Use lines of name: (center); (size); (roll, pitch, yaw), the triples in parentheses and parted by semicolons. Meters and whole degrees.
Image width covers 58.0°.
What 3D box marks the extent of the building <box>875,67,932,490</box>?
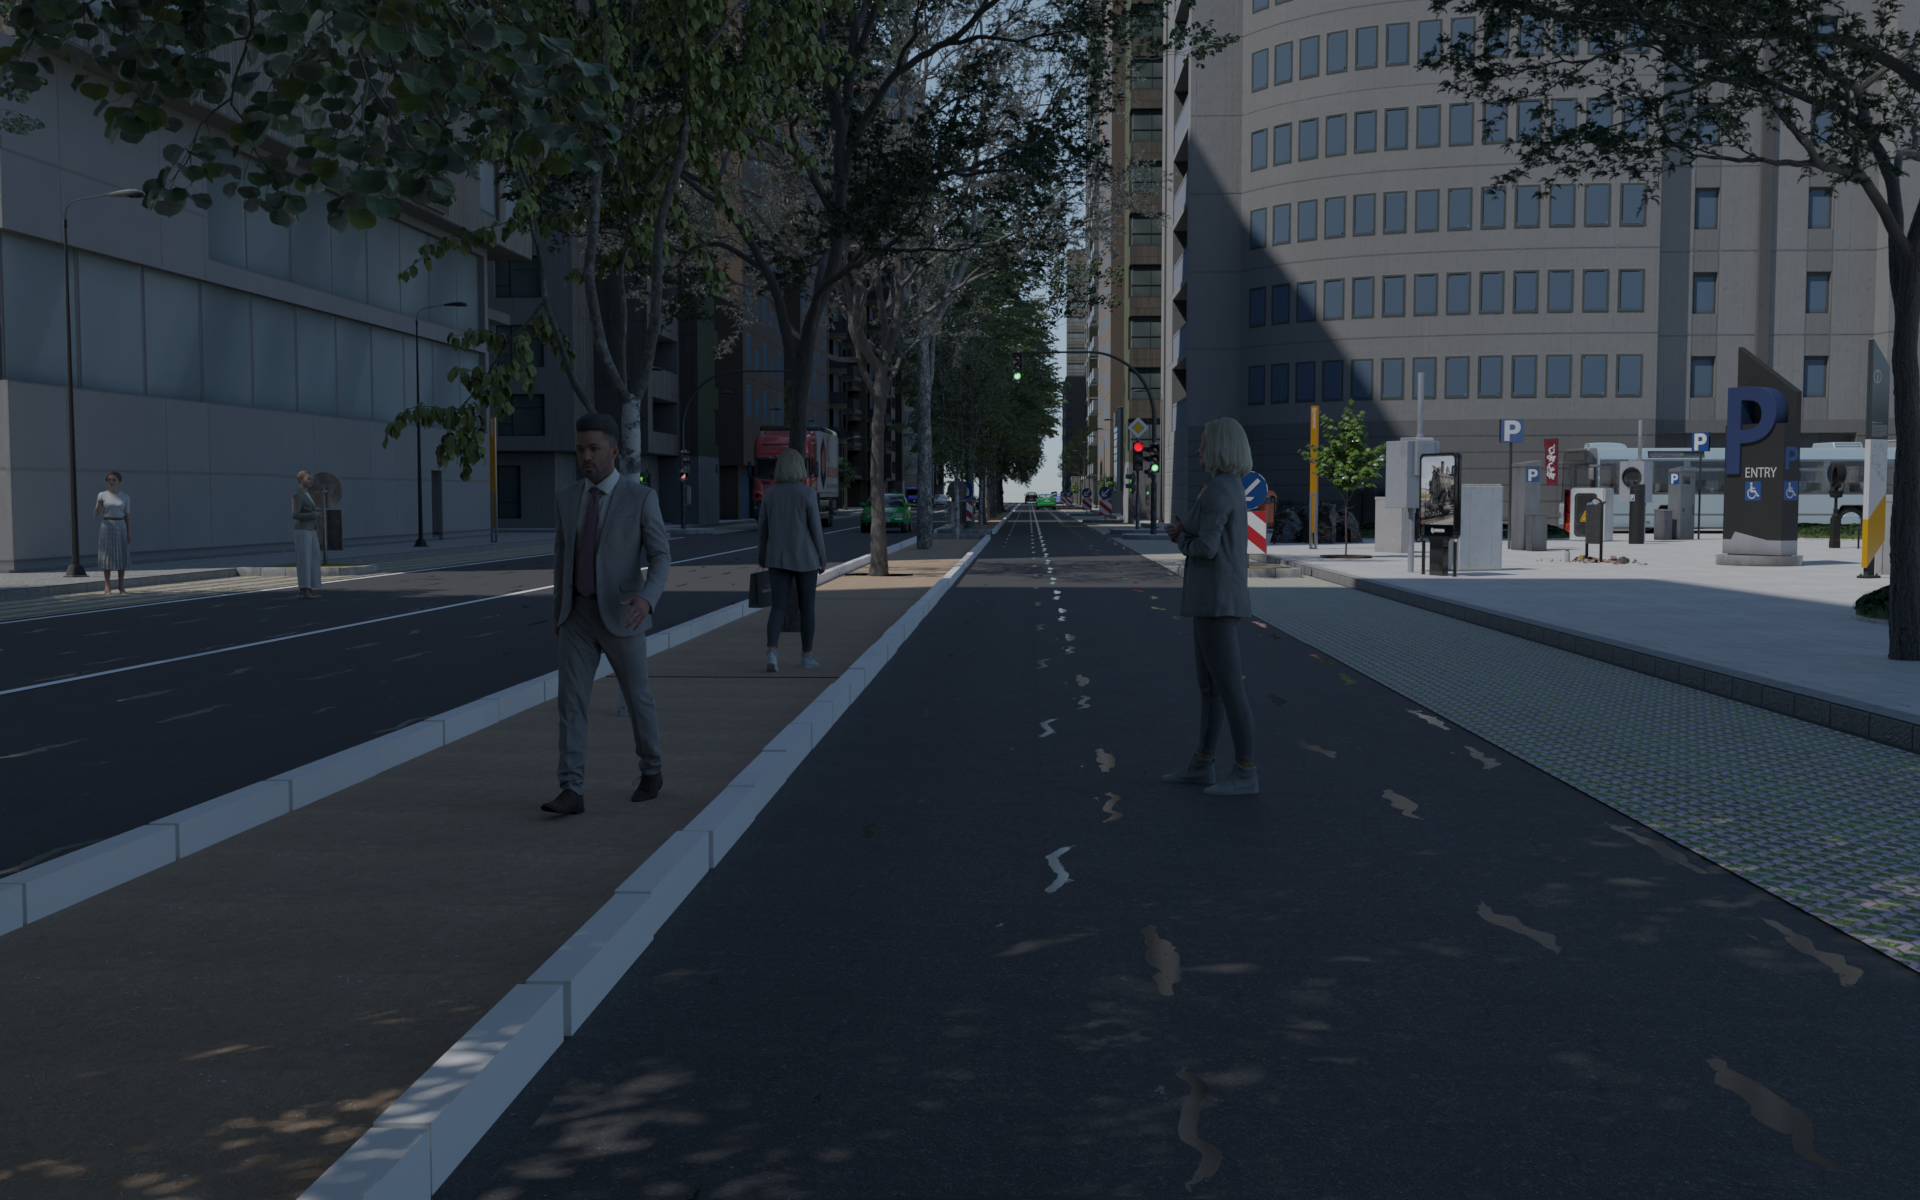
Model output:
building: (-15.642, -42.515, 237.125); (21.231, 58.520, 28.212); (0, 4, 2)

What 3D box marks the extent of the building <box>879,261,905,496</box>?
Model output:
building: (-14.014, -26.440, 203.993); (14.160, 30.474, 14.107); (0, 4, 2)

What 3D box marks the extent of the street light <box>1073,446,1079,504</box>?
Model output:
street light: (12.061, -12.001, 168.757); (1.470, 5.913, 1.316); (0, 4, 2)

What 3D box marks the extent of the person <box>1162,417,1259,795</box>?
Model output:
person: (1.179, 0.022, 8.328); (0.526, 1.800, 0.537); (1, 4, 23)

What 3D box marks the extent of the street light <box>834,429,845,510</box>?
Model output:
street light: (-9.203, -9.235, 123.532); (1.470, 5.913, 1.316); (0, 4, 2)

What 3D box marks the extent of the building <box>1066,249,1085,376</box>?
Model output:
building: (24.748, -37.064, 289.591); (14.154, 41.232, 14.086); (0, 4, 2)

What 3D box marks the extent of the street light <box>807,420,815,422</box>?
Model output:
street light: (-9.764, -8.315, 108.485); (1.470, 5.913, 1.316); (0, 4, 2)

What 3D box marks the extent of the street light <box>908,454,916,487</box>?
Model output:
street light: (-6.180, -13.940, 200.452); (1.470, 5.913, 1.316); (0, 4, 2)

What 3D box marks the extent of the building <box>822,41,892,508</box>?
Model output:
building: (-18.827, -32.249, 181.903); (22.147, 44.769, 28.867); (0, 4, 2)

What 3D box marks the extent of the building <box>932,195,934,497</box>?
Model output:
building: (-15.227, -44.242, 265.363); (21.231, 58.520, 28.212); (0, 4, 2)

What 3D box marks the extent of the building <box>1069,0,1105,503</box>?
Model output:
building: (25.840, -49.164, 242.074); (20.563, 71.187, 20.611); (0, 4, 2)

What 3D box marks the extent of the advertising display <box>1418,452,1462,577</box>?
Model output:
advertising display: (7.529, -1.344, 27.186); (0.123, 1.923, 0.974); (-1, 4, -19)

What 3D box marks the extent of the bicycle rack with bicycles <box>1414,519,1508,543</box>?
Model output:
bicycle rack with bicycles: (13.236, -2.002, 46.115); (2.925, 0.926, 2.852); (-2, 4, -26)

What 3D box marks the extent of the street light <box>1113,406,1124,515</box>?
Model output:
street light: (9.030, -7.293, 91.786); (1.470, 5.913, 1.316); (0, 4, 2)

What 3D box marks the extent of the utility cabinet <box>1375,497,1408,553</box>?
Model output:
utility cabinet: (9.523, -1.642, 38.008); (0.306, 1.237, 1.020); (-1, 4, -21)

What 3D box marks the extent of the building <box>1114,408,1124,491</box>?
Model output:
building: (22.811, -49.393, 120.241); (22.319, 86.520, 31.000); (0, 4, 2)

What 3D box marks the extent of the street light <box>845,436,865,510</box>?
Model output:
street light: (-8.630, -10.251, 140.141); (1.470, 5.913, 1.316); (0, 4, 2)

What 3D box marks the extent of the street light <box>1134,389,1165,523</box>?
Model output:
street light: (8.402, -6.380, 76.858); (1.470, 5.913, 1.316); (0, 4, 2)

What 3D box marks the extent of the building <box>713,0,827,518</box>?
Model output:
building: (-16.476, -28.352, 113.673); (14.600, 45.320, 14.200); (0, 4, 2)

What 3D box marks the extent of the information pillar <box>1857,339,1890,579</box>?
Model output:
information pillar: (13.918, -2.139, 26.330); (0.504, 3.616, 0.183); (-2, 4, -32)

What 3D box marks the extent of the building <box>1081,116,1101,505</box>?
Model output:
building: (26.082, -35.356, 197.684); (23.786, 49.044, 30.456); (0, 4, 2)

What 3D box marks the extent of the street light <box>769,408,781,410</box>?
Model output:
street light: (-10.346, -7.401, 93.555); (1.470, 5.913, 1.316); (0, 4, 2)

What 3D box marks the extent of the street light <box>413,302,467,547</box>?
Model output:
street light: (-12.582, -4.245, 41.947); (1.470, 5.913, 1.316); (0, 4, 2)

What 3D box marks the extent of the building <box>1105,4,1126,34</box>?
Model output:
building: (19.414, -30.393, 147.038); (14.600, 45.320, 14.200); (0, 4, 2)

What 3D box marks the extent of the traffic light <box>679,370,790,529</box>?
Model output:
traffic light: (-8.059, -5.438, 63.577); (4.771, 5.953, 1.251); (0, 4, 2)

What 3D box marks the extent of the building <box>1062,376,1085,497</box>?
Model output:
building: (29.875, -25.879, 268.158); (27.650, 21.520, 28.899); (0, 4, 2)

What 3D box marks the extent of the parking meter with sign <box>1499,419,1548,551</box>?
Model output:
parking meter with sign: (12.883, -2.642, 39.458); (0.543, 3.016, 1.738); (0, 4, -6)

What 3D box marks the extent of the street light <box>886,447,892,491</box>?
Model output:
street light: (-7.391, -12.077, 169.997); (1.470, 5.913, 1.316); (0, 4, 2)

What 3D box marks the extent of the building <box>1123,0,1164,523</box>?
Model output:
building: (15.651, -19.573, 91.715); (14.160, 30.474, 14.107); (0, 4, 2)

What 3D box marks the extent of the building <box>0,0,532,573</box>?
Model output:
building: (-26.983, -27.615, 40.743); (27.495, 52.752, 28.713); (0, 4, 2)

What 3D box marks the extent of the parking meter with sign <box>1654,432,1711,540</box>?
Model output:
parking meter with sign: (20.176, -3.193, 48.470); (1.738, 3.016, 0.543); (-2, 4, -31)

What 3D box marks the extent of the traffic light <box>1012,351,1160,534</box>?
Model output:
traffic light: (4.035, -4.910, 54.946); (4.771, 5.953, 1.251); (0, 4, 2)

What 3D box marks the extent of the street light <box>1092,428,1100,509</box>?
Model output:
street light: (10.251, -9.133, 121.873); (1.470, 5.913, 1.316); (0, 4, 2)

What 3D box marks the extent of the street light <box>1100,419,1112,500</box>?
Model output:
street light: (9.572, -8.221, 106.947); (1.470, 5.913, 1.316); (0, 4, 2)

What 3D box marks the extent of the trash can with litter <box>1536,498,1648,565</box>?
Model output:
trash can with litter: (11.946, -1.300, 32.308); (1.678, 1.210, 2.233); (-1, 4, -10)

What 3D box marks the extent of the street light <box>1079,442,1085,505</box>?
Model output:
street light: (11.588, -11.088, 153.823); (1.470, 5.913, 1.316); (0, 4, 2)

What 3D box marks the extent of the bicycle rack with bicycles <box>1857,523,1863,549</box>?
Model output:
bicycle rack with bicycles: (22.216, -1.636, 40.131); (2.852, 0.926, 2.925); (-1, 4, -15)

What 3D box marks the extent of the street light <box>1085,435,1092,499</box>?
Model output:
street light: (10.868, -10.066, 137.116); (1.470, 5.913, 1.316); (0, 4, 2)

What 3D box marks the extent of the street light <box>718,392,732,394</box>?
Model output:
street light: (-11.013, -6.489, 78.629); (1.470, 5.913, 1.316); (0, 4, 2)

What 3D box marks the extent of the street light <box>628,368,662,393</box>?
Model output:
street light: (-11.617, -5.575, 63.700); (1.470, 5.913, 1.316); (0, 4, 2)

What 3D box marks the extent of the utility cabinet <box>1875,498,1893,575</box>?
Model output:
utility cabinet: (15.145, -1.001, 27.521); (1.020, 1.237, 0.306); (0, 4, 8)

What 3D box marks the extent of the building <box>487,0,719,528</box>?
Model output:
building: (-18.037, -18.237, 69.883); (14.160, 30.474, 14.107); (0, 4, 2)

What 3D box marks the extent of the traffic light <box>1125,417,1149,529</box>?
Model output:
traffic light: (6.446, -4.530, 62.983); (0.839, 4.253, 0.868); (0, 4, 2)

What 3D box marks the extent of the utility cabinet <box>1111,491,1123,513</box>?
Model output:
utility cabinet: (10.364, -6.452, 114.166); (0.318, 1.500, 1.173); (3, 4, 38)

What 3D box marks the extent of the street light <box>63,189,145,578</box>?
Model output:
street light: (-13.128, -3.305, 26.579); (1.470, 5.913, 1.316); (0, 4, 2)

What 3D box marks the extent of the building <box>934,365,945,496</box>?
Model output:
building: (-9.935, -31.565, 287.786); (14.160, 30.474, 14.107); (0, 4, 2)

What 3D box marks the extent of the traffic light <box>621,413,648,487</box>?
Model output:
traffic light: (-10.470, -4.081, 55.646); (0.839, 4.253, 0.868); (0, 4, 2)

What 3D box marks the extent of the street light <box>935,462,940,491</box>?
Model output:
street light: (-3.509, -18.109, 268.621); (1.470, 5.913, 1.316); (0, 4, 2)

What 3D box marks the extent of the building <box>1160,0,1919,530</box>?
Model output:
building: (23.153, -32.329, 70.586); (28.212, 58.520, 21.231); (0, 4, 2)

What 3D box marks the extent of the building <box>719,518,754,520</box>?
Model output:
building: (-17.272, -26.998, 91.529); (14.600, 45.320, 14.200); (0, 4, 2)
